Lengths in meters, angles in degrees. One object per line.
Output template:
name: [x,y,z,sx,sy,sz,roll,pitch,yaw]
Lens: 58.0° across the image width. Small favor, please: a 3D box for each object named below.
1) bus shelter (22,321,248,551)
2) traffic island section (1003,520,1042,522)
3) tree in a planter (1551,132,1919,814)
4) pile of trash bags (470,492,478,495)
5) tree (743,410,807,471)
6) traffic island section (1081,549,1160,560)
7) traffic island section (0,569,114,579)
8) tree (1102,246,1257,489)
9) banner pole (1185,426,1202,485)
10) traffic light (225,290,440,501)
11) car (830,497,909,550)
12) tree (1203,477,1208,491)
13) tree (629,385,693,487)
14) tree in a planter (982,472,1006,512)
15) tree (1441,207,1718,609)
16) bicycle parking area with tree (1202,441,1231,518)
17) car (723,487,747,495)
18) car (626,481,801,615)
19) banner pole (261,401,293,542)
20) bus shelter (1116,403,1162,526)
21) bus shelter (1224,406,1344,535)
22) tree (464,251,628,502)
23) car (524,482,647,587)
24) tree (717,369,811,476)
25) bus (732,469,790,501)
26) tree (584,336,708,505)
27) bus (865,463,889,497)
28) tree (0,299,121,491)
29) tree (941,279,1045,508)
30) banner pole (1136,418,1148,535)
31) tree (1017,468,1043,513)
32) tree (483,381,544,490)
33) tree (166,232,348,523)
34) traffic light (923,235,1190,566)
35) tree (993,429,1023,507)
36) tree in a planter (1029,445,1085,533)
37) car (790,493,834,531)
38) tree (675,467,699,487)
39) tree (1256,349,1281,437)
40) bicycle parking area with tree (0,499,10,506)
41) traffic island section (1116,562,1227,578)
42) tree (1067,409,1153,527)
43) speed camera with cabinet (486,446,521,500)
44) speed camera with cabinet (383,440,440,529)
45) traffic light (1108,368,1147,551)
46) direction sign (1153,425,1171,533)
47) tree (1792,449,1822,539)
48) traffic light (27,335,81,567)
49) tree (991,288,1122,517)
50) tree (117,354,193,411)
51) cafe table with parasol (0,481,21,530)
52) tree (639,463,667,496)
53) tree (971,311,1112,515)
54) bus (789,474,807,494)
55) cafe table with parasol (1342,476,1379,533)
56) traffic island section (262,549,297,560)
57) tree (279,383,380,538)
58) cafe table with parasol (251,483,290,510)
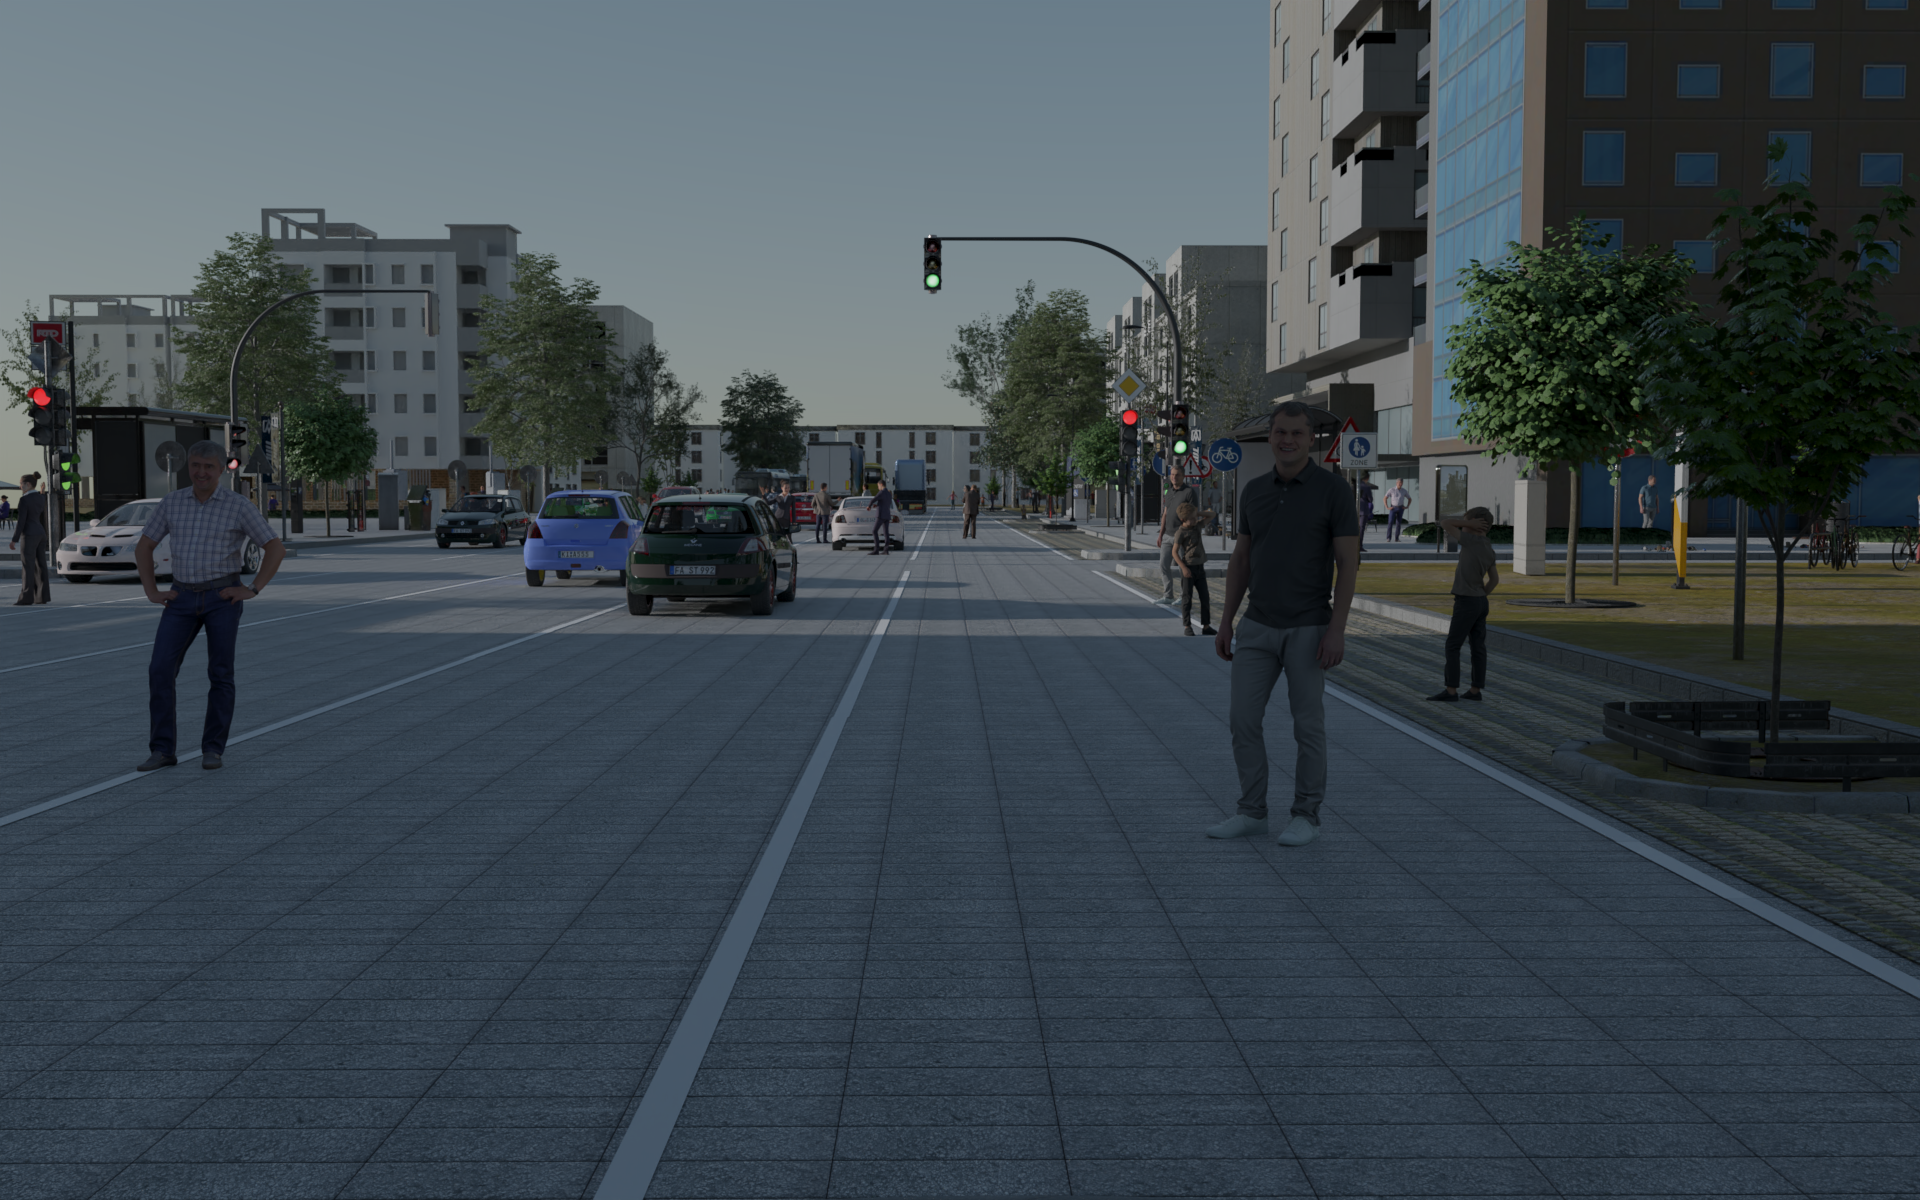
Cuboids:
bus shelter: [-20.453,-3.991,42.879,2.179,5.291,8.768,0,4,-1]
traffic island section: [3.266,-4.137,90.500,1.991,0.108,1.994,0,4,-1]
tree in a planter: [4.096,-0.696,8.607,1.991,3.239,1.994,0,4,-1]
pile of trash bags: [-20.997,-4.029,75.621,1.912,1.369,3.447,-2,4,-26]
tree: [-20.081,-15.529,188.314,8.767,10.594,7.601,1,4,8]
traffic island section: [3.790,-1.016,38.894,2.009,0.180,2.903,0,4,-1]
traffic island section: [-16.069,-0.516,30.713,2.009,0.180,2.903,0,4,-1]
tree: [6.403,-6.227,52.169,4.360,8.622,3.978,0,3,0]
banner pole: [7.493,-4.035,55.982,0.863,3.779,0.401,3,5,45]
traffic light: [-14.019,-3.911,38.619,4.771,5.953,1.251,0,4,-1]
car: [-2.384,-2.023,45.444,2.083,1.381,4.827,0,4,-2]
tree: [14.705,-6.975,108.646,1.663,3.219,1.824,0,3,0]
tree: [-19.477,-10.037,114.469,4.737,8.622,4.395,0,3,0]
tree in a planter: [2.754,-8.786,140.866,1.991,3.239,1.994,0,4,-1]
tree: [7.041,-2.214,19.905,4.285,4.588,4.351,0,3,0]
bicycle parking area with tree: [13.624,-6.714,96.776,9.016,4.147,8.231,1,4,16]
car: [-9.673,-3.948,73.342,1.959,1.807,4.718,0,4,-2]
car: [-3.057,-0.738,21.850,2.009,1.686,4.222,0,4,0]
banner pole: [-18.423,-3.475,46.829,0.863,3.779,0.401,3,5,44]
bus shelter: [7.690,-5.893,73.988,2.179,5.291,8.768,0,4,0]
bus shelter: [7.925,-2.971,42.494,2.014,3.302,5.546,0,4,0]
tree: [-19.625,-10.018,81.920,7.486,12.596,7.792,0,3,0]
car: [-5.928,-1.136,28.162,1.945,1.707,3.694,0,4,-3]
tree: [-19.797,-16.447,175.564,9.857,13.997,8.962,0,3,0]
bus: [-14.041,-7.870,123.535,2.948,3.499,13.247,0,3,0]
tree: [-18.839,-10.255,102.075,7.601,10.594,8.767,1,4,13]
bus: [-7.114,-8.781,135.116,2.896,3.916,12.252,0,4,-1]
tree: [-34.754,-7.099,66.427,4.737,8.622,4.395,0,3,0]
tree: [4.590,-18.297,155.040,12.611,20.169,13.585,0,3,0]
banner pole: [5.734,-3.982,55.123,0.401,3.779,0.863,-1,4,-13]
tree: [5.399,-8.392,120.921,4.285,4.588,4.351,0,3,0]
tree: [-28.641,-9.790,110.429,4.737,8.622,4.395,0,3,0]
tree: [-31.019,-9.644,75.811,7.486,12.596,7.792,0,3,0]
traffic light: [1.740,-3.423,30.633,4.771,5.953,1.251,0,4,-1]
tree: [4.605,-13.360,168.805,4.737,8.622,4.395,0,3,0]
tree in a planter: [3.536,-4.051,63.462,1.991,3.239,1.994,0,4,-1]
car: [-6.039,-3.671,69.067,2.155,1.783,4.494,0,4,0]
tree: [-19.463,-7.940,124.413,1.663,3.219,1.824,0,3,0]
tree: [13.095,-8.073,82.353,4.360,8.622,3.978,0,3,0]
bicycle parking area with tree: [-64.697,-7.453,108.855,8.231,4.147,9.016,0,4,-3]
traffic island section: [3.871,-0.528,30.909,2.009,0.180,2.903,0,4,-1]
tree: [5.864,-5.115,67.347,4.285,4.588,4.351,0,3,0]
speed camera with cabinet: [-18.746,-4.694,71.086,0.660,3.252,2.038,-3,5,-40]
speed camera with cabinet: [-20.216,-4.250,63.820,2.038,3.252,0.660,1,4,18]
traffic light: [3.750,-3.049,38.780,0.839,4.253,0.868,0,4,-1]
direction sign: [6.681,-3.985,57.149,0.379,3.537,0.876,-3,4,-36]
tree: [24.413,-3.347,49.330,1.663,3.219,1.824,0,3,0]
traffic light: [-16.029,-2.548,30.579,0.839,4.253,0.868,0,4,-1]
tree: [5.441,-10.894,96.240,7.486,12.596,7.792,0,3,0]
tree: [-41.123,-8.496,89.274,4.360,8.622,3.978,0,3,0]
cafe table with parasol: [-34.201,-3.413,60.667,2.610,1.966,2.610,-3,5,-41]
tree: [-19.329,-6.957,108.347,1.663,3.219,1.824,0,3,0]
tree: [5.433,-11.605,106.744,9.611,12.733,9.660,0,3,0]
bus: [-14.310,-9.833,155.637,2.948,3.499,13.247,0,4,-1]
cafe table with parasol: [12.966,-3.230,57.683,2.610,1.966,2.610,-1,4,-20]
traffic island section: [-16.150,-1.004,38.697,2.009,0.180,2.903,0,4,-1]
tree: [-18.827,-4.147,51.520,4.285,4.588,4.351,0,3,0]
cafe table with parasol: [-38.003,-5.540,95.450,2.610,1.966,2.610,2,4,31]
